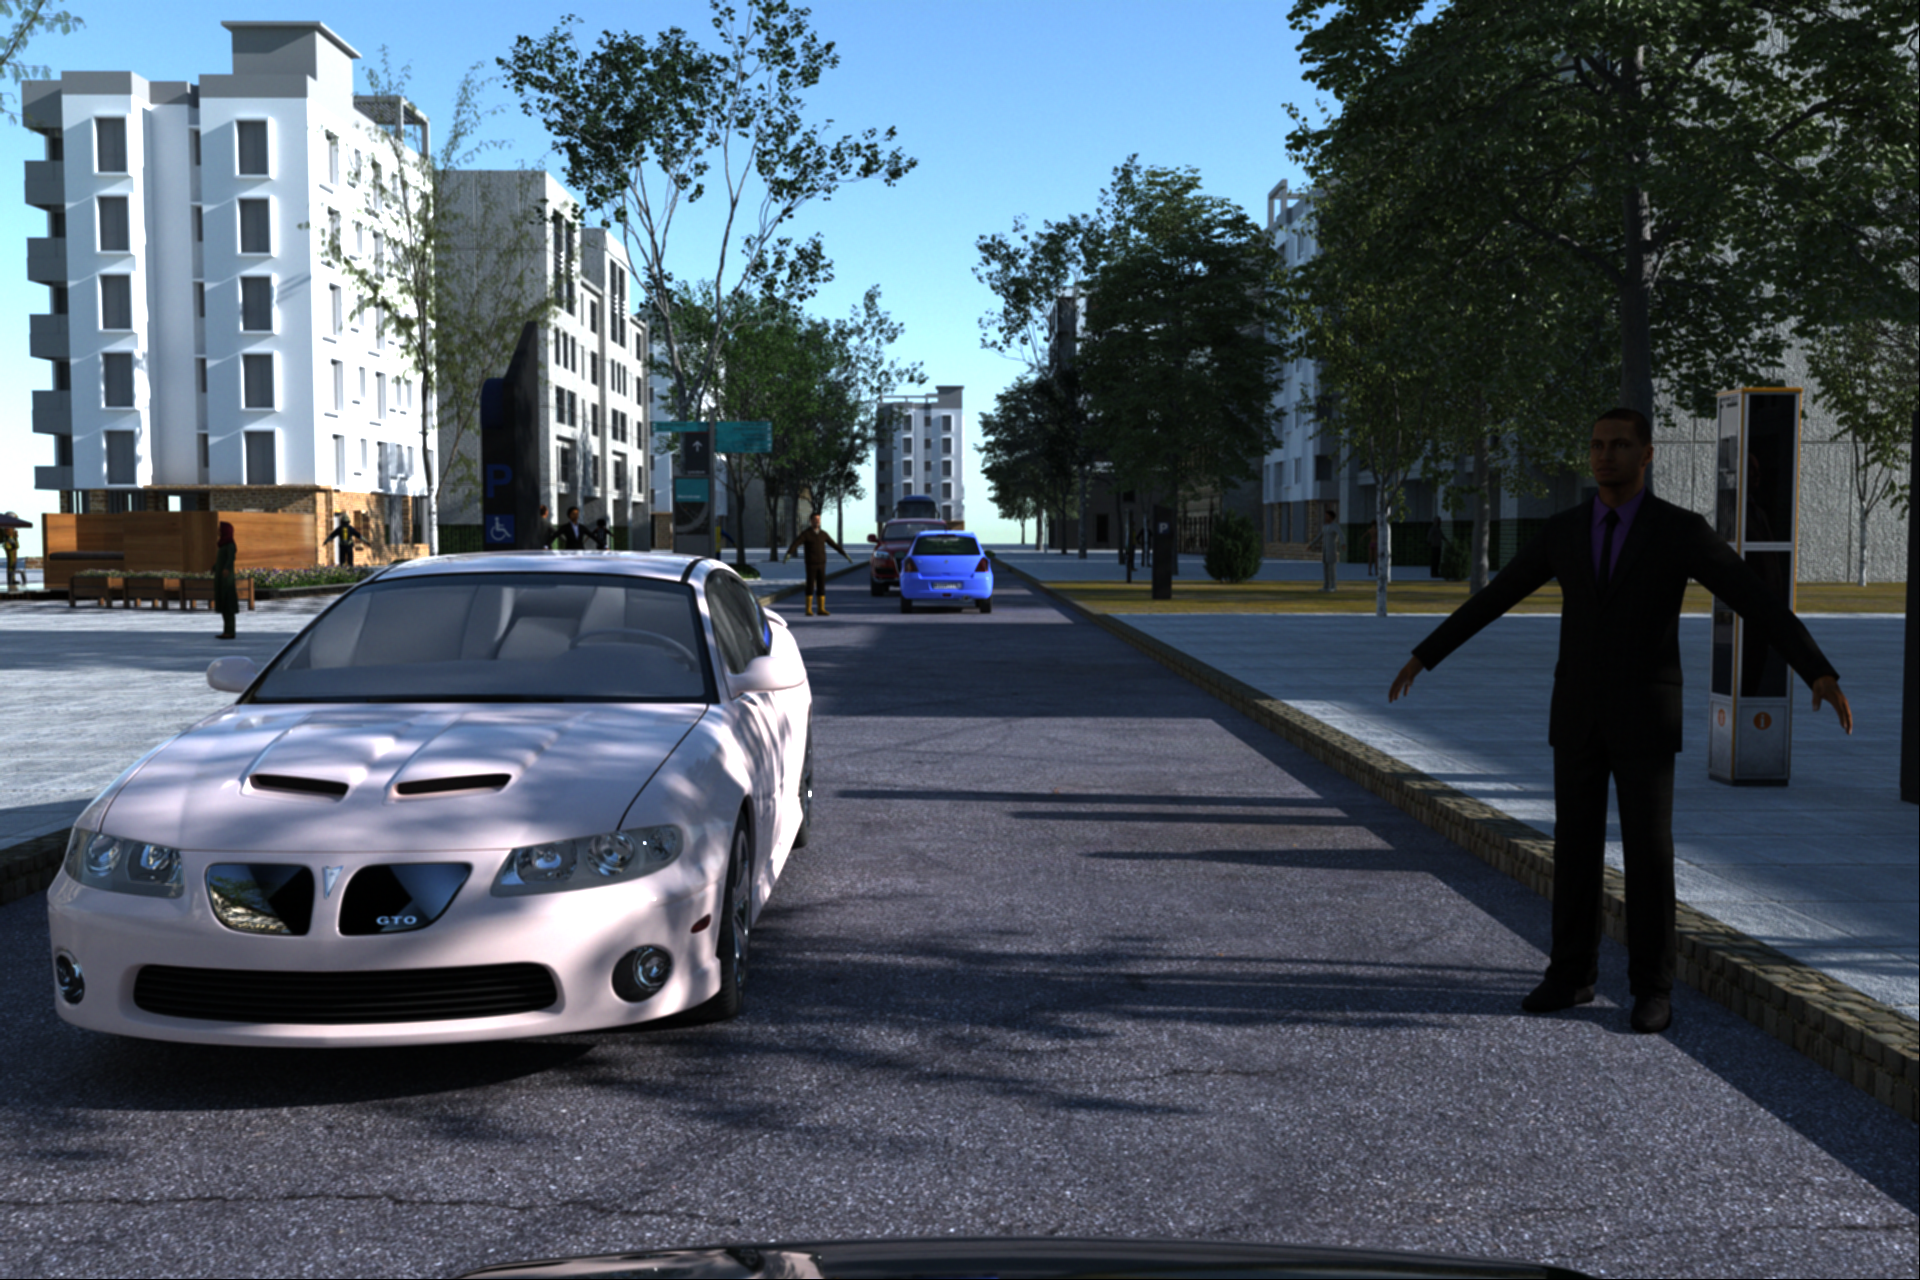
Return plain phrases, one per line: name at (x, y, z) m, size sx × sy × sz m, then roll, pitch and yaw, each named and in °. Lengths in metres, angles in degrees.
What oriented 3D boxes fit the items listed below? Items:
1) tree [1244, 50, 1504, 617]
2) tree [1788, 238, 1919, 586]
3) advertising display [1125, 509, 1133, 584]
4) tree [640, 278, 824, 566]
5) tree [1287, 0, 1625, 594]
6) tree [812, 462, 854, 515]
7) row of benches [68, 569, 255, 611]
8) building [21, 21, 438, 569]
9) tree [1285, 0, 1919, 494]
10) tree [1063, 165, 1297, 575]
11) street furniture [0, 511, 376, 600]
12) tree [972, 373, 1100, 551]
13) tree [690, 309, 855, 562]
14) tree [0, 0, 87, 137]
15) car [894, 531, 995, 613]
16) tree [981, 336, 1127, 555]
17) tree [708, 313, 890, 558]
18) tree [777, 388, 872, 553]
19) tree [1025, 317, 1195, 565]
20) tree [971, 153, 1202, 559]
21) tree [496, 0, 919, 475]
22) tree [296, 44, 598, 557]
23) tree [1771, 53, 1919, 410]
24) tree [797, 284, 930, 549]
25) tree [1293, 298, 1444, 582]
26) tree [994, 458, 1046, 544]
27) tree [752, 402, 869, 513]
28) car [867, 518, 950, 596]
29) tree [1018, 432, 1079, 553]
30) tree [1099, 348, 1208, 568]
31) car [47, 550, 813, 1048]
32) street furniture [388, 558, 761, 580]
tree at (6.472, -4.653, 26.437) m, size 4.737 × 8.622 × 4.395 m, roll 0°, pitch 3°, yaw 0°
tree at (22.334, -5.621, 42.262) m, size 4.737 × 8.622 × 4.395 m, roll 0°, pitch 3°, yaw 0°
advertising display at (4.399, -2.441, 45.131) m, size 0.123 × 1.923 × 0.974 m, roll 0°, pitch 3°, yaw 0°
tree at (-9.048, -8.860, 70.619) m, size 9.928 × 11.665 × 9.643 m, roll 0°, pitch 3°, yaw 0°
tree at (10.674, -7.246, 36.601) m, size 7.486 × 12.596 × 7.792 m, roll 0°, pitch 3°, yaw 0°
tree at (-18.358, -18.986, 220.785) m, size 12.009 × 13.543 × 11.850 m, roll 0°, pitch 3°, yaw 0°
row of benches at (-13.828, -0.876, 29.793) m, size 4.104 × 0.672 × 1.422 m, roll 2°, pitch 4°, yaw 28°
building at (-28.612, -12.780, 65.369) m, size 16.016 × 20.090 × 11.380 m, roll 0°, pitch 4°, yaw 0°
tree at (6.554, -6.032, 16.756) m, size 7.486 × 12.596 × 7.792 m, roll 0°, pitch 3°, yaw 0°
tree at (6.841, -8.310, 53.996) m, size 7.486 × 12.596 × 7.792 m, roll 0°, pitch 3°, yaw 0°
street furniture at (-15.325, -1.844, 36.997) m, size 9.812 × 1.723 × 11.010 m, roll 0°, pitch 4°, yaw 2°
tree at (6.046, -13.875, 133.505) m, size 9.857 × 13.997 × 8.962 m, roll 0°, pitch 3°, yaw 0°
tree at (-8.742, -9.457, 80.378) m, size 9.928 × 11.665 × 9.643 m, roll 0°, pitch 3°, yaw 0°
tree at (-9.017, -3.775, 12.085) m, size 4.360 × 8.622 × 3.978 m, roll 0°, pitch 3°, yaw 0°
car at (-0.288, -1.410, 32.647) m, size 1.945 × 1.707 × 3.694 m, roll 0°, pitch 4°, yaw -2°
tree at (6.399, -12.080, 107.880) m, size 12.009 × 13.543 × 11.850 m, roll 0°, pitch 3°, yaw 0°
tree at (-9.016, -11.228, 93.950) m, size 12.009 × 13.543 × 11.850 m, roll 0°, pitch 3°, yaw 0°
tree at (-9.486, -11.749, 117.849) m, size 9.928 × 11.665 × 9.643 m, roll 0°, pitch 3°, yaw 0°
tree at (6.506, -8.455, 72.650) m, size 7.601 × 10.594 × 8.767 m, roll 1°, pitch 4°, yaw 19°
tree at (6.526, -14.196, 87.989) m, size 12.611 × 20.169 × 13.585 m, roll 0°, pitch 3°, yaw 0°
tree at (-8.121, -12.204, 55.426) m, size 12.611 × 20.169 × 13.585 m, roll 0°, pitch 3°, yaw 0°
tree at (-8.516, -4.691, 27.058) m, size 4.360 × 8.622 × 3.978 m, roll 0°, pitch 3°, yaw 0°
tree at (21.235, -7.555, 33.890) m, size 12.009 × 13.543 × 11.850 m, roll 0°, pitch 3°, yaw 0°
tree at (-8.707, -16.898, 132.163) m, size 12.611 × 20.169 × 13.585 m, roll 0°, pitch 3°, yaw 0°
tree at (11.146, -5.834, 45.744) m, size 4.737 × 8.622 × 4.395 m, roll 0°, pitch 3°, yaw 0°
tree at (7.919, -18.009, 220.202) m, size 9.928 × 11.665 × 9.643 m, roll 0°, pitch 3°, yaw 0°
tree at (-9.084, -10.543, 106.790) m, size 7.601 × 10.594 × 8.767 m, roll 2°, pitch 4°, yaw 25°
car at (-1.053, -2.015, 41.611) m, size 2.281 × 1.827 × 5.304 m, roll 0°, pitch 3°, yaw 0°
tree at (5.620, -10.261, 118.122) m, size 4.360 × 8.622 × 3.978 m, roll 0°, pitch 3°, yaw 0°
tree at (7.028, -7.042, 65.492) m, size 4.360 × 8.622 × 3.978 m, roll 0°, pitch 3°, yaw 0°
car at (-1.588, 0.352, 6.603) m, size 2.083 × 1.381 × 4.827 m, roll 0°, pitch 4°, yaw -1°
street furniture at (-10.673, -1.962, 47.700) m, size 10.072 × 0.657 × 5.734 m, roll 0°, pitch 4°, yaw 1°
